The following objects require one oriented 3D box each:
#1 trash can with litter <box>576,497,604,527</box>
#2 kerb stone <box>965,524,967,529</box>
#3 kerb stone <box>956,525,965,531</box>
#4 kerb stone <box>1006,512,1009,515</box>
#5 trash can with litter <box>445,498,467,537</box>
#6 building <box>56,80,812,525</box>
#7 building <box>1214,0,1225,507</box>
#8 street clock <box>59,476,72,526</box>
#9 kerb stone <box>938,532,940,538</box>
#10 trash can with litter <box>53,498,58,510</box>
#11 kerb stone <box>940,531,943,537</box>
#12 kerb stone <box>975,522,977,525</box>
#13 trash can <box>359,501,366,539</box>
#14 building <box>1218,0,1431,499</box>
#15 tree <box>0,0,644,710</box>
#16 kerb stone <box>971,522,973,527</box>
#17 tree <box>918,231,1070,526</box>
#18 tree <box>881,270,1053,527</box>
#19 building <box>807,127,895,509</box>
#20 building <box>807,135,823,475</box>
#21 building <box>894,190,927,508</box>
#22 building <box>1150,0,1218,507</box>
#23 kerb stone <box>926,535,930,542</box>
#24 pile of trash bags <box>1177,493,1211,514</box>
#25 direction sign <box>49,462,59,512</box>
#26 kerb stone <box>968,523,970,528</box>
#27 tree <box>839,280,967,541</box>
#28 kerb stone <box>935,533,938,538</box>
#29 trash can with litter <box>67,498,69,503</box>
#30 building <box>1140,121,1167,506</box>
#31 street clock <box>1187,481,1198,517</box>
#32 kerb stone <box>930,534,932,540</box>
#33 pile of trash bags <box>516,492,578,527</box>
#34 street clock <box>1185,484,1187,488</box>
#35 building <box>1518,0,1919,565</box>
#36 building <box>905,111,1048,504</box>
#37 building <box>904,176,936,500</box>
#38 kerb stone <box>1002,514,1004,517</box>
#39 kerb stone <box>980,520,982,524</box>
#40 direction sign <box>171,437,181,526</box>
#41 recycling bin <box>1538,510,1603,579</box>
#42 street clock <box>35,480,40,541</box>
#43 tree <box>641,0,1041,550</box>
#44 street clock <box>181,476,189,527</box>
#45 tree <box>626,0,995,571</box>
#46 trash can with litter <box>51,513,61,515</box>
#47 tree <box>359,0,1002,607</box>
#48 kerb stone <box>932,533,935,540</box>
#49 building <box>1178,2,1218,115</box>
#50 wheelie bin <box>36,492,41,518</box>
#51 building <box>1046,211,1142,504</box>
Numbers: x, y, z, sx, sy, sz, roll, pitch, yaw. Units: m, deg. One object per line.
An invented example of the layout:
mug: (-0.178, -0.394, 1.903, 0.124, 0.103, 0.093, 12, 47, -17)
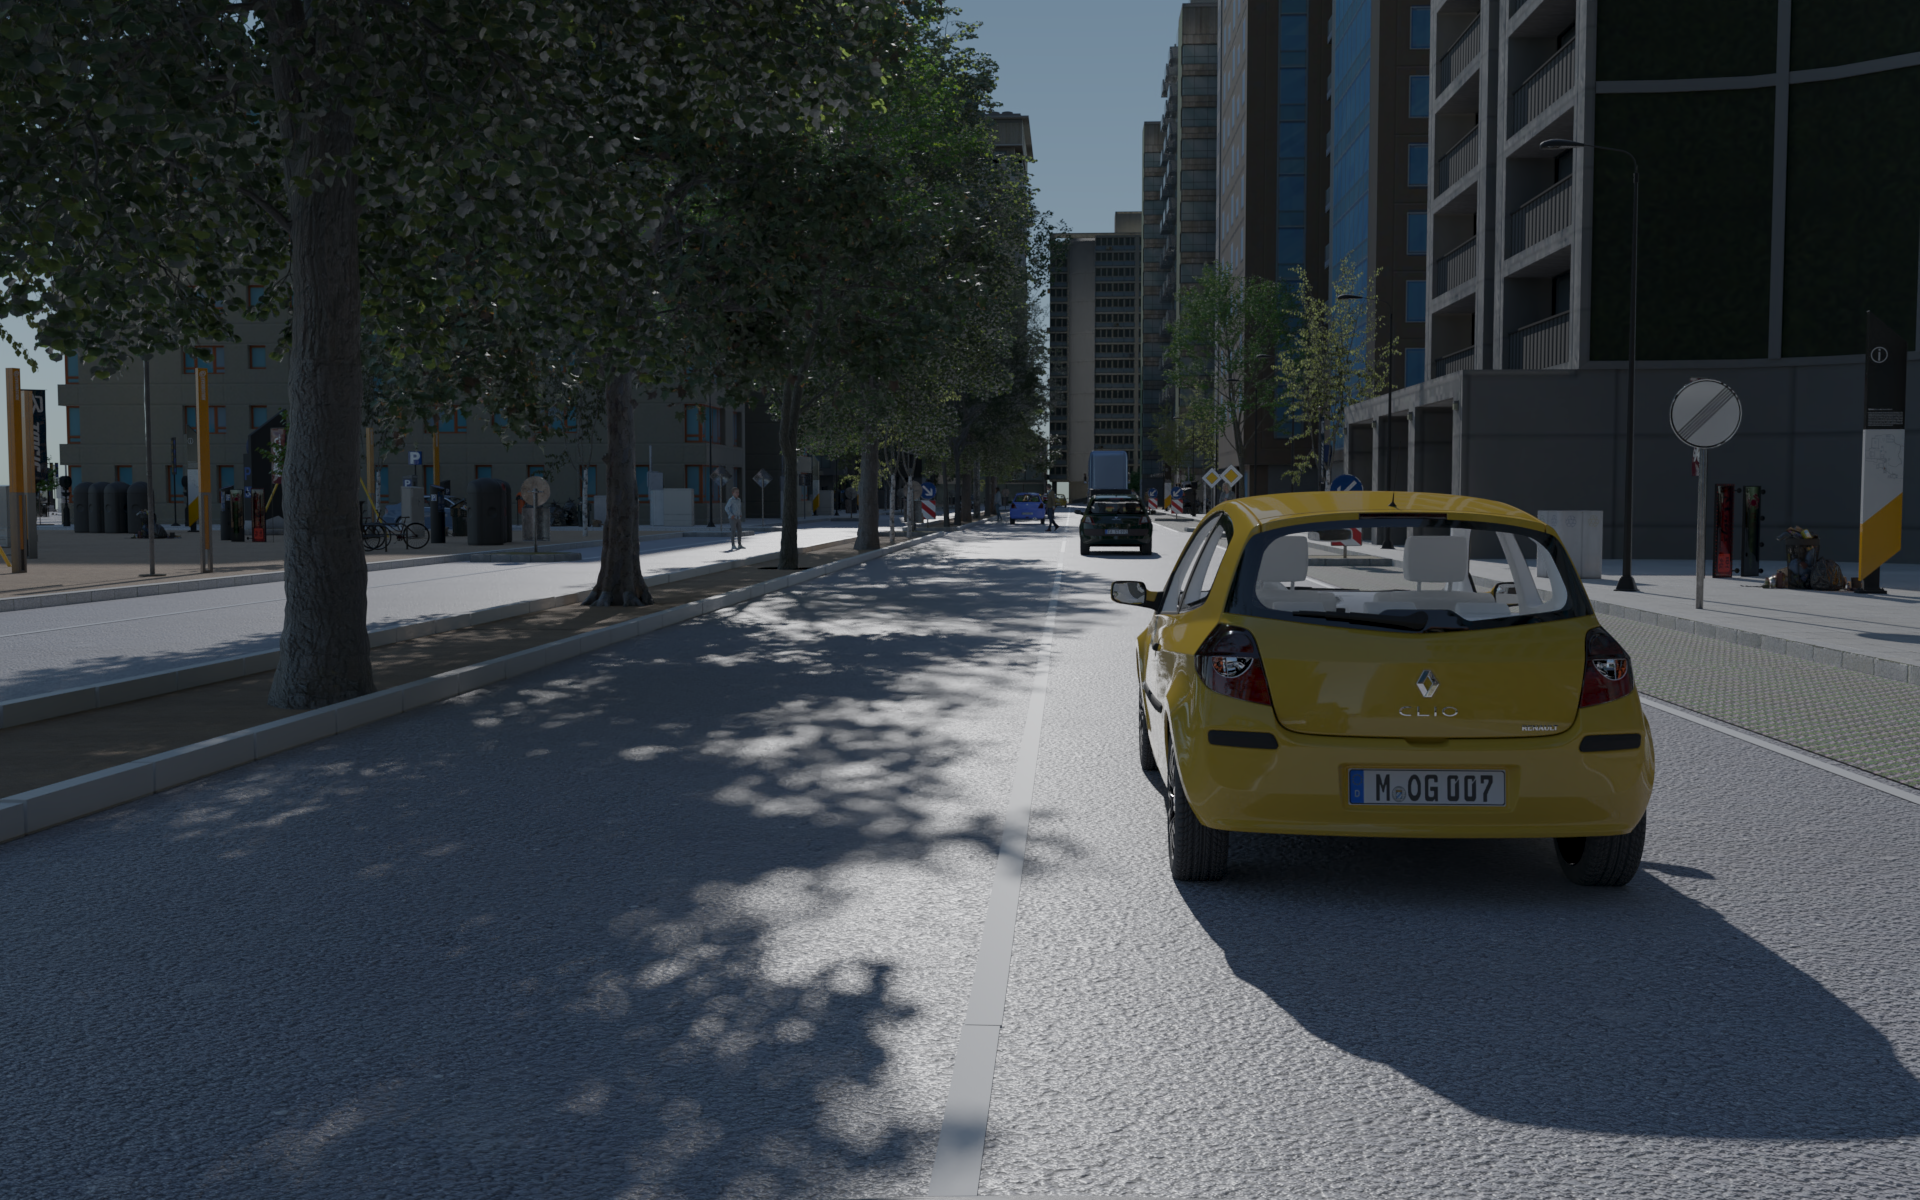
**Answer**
trash can with litter: (-14.359, -3.419, 67.284, 1.055, 1.170, 0.624, 1, 4, 9)
kerb stone: (0.076, -2.901, 69.676, 0.120, 0.150, 1.000, 0, 4, 4)
kerb stone: (0.017, -2.838, 68.655, 0.120, 0.150, 1.000, 0, 4, 4)
kerb stone: (2.987, -5.657, 114.691, 0.120, 0.150, 1.000, 0, 4, 4)
trash can with litter: (-15.362, -2.505, 52.346, 1.055, 1.170, 0.624, 0, 4, -4)
building: (-23.323, -14.751, 86.212, 27.650, 21.520, 28.899, 0, 4, 4)
building: (29.137, -35.647, 124.823, 21.231, 58.520, 28.212, 0, 4, 4)
street clock: (-35.388, -3.914, 68.569, 0.358, 2.002, 0.471, 1, 4, 11)
kerb stone: (-0.828, -2.059, 55.858, 0.120, 0.150, 1.000, 0, 4, 4)
trash can with litter: (-67.458, -7.199, 129.083, 1.055, 1.170, 0.624, -3, 4, -37)
kerb stone: (-0.747, -2.121, 56.877, 0.120, 0.150, 1.000, 0, 4, 4)
kerb stone: (0.542, -3.343, 76.846, 0.120, 0.150, 1.000, 0, 4, 4)
trash can: (-13.077, -1.551, 37.009, 0.748, 1.137, 0.748, 0, 3, 0)
building: (20.995, -26.838, 88.909, 14.600, 45.320, 14.200, 0, 4, 4)
tree: (-4.337, -6.259, 11.454, 9.857, 13.997, 8.962, 0, 3, 0)
kerb stone: (0.346, -3.154, 73.761, 0.120, 0.150, 1.000, 0, 4, 4)
tree: (-0.088, -10.147, 78.738, 12.009, 13.543, 11.850, 0, 3, 0)
tree: (-0.470, -8.078, 68.945, 8.767, 10.594, 7.601, 0, 4, 4)
building: (-13.354, -28.513, 149.777, 14.154, 41.232, 14.086, 0, 4, 4)
building: (-21.772, -28.604, 122.293, 22.147, 44.769, 28.867, 0, 4, 4)
building: (-10.791, -23.997, 164.051, 14.160, 30.474, 14.107, 0, 4, 4)
building: (31.148, -33.658, 169.911, 23.786, 49.044, 30.456, 0, 4, 4)
kerb stone: (-1.088, -1.809, 51.778, 0.120, 0.150, 1.000, 0, 4, 4)
pile of trash bags: (15.026, -6.282, 112.470, 1.912, 1.369, 3.447, -1, 4, -22)
direction sign: (-64.966, -8.090, 124.275, 0.379, 3.537, 0.876, 1, 4, 11)
kerb stone: (0.208, -3.029, 71.716, 0.120, 0.150, 1.000, 0, 4, 4)
tree: (-1.666, -6.364, 56.865, 4.360, 8.622, 3.978, 0, 3, 0)
kerb stone: (-0.887, -1.993, 54.837, 0.120, 0.150, 1.000, 0, 4, 4)
trash can with litter: (-48.811, -5.135, 95.351, 0.624, 1.170, 1.055, -1, 4, -13)
building: (27.128, -31.137, 192.685, 14.154, 41.232, 14.086, 0, 4, 4)
street clock: (13.277, -5.722, 98.122, 0.358, 2.002, 0.471, 2, 4, 26)
kerb stone: (-1.022, -1.871, 52.798, 0.120, 0.150, 1.000, 0, 4, 4)
pile of trash bags: (-16.745, -3.658, 69.566, 3.447, 1.369, 1.912, 3, 5, 41)
street clock: (16.030, -7.168, 121.773, 0.358, 2.002, 0.471, 3, 5, 44)
building: (20.345, -36.555, 35.924, 20.563, 71.187, 20.611, 0, 4, 4)
building: (-1.793, -39.740, 238.991, 27.495, 52.752, 28.713, 0, 4, 4)
building: (-14.870, -31.201, 202.012, 23.993, 40.220, 32.217, 0, 4, 4)
kerb stone: (2.466, -5.153, 106.499, 0.120, 0.150, 1.000, 0, 4, 4)
kerb stone: (0.809, -3.585, 80.936, 0.120, 0.150, 1.000, 0, 4, 4)
direction sign: (-31.457, -4.732, 69.358, 0.379, 3.537, 0.876, -2, 4, -34)
recycling bin: (9.314, -0.851, 26.467, 0.722, 1.027, 0.722, -1, 4, -10)
street clock: (-25.033, -2.577, 46.696, 0.471, 2.002, 0.358, 0, 4, -6)
tree: (-2.388, -8.263, 44.220, 9.857, 13.997, 8.962, 0, 3, 0)
street clock: (-30.490, -3.903, 68.377, 0.358, 2.002, 0.471, 0, 4, 6)
tree: (-3.139, -6.365, 32.277, 9.928, 11.665, 9.643, 0, 3, 0)
trash can with litter: (-54.654, -5.789, 105.704, 2.233, 1.210, 1.678, 0, 4, -7)
tree: (-4.365, -6.279, 22.120, 9.611, 12.733, 9.660, 0, 3, 0)
kerb stone: (-0.954, -1.931, 53.817, 0.120, 0.150, 1.000, 0, 4, 4)
building: (25.483, -28.412, 148.135, 14.154, 41.232, 14.086, 0, 4, 4)
wheelie bin: (-51.617, -5.422, 96.551, 0.980, 1.594, 0.693, 0, 4, -3)
building: (24.094, -33.569, 240.740, 23.993, 40.220, 32.217, 0, 4, 4)
